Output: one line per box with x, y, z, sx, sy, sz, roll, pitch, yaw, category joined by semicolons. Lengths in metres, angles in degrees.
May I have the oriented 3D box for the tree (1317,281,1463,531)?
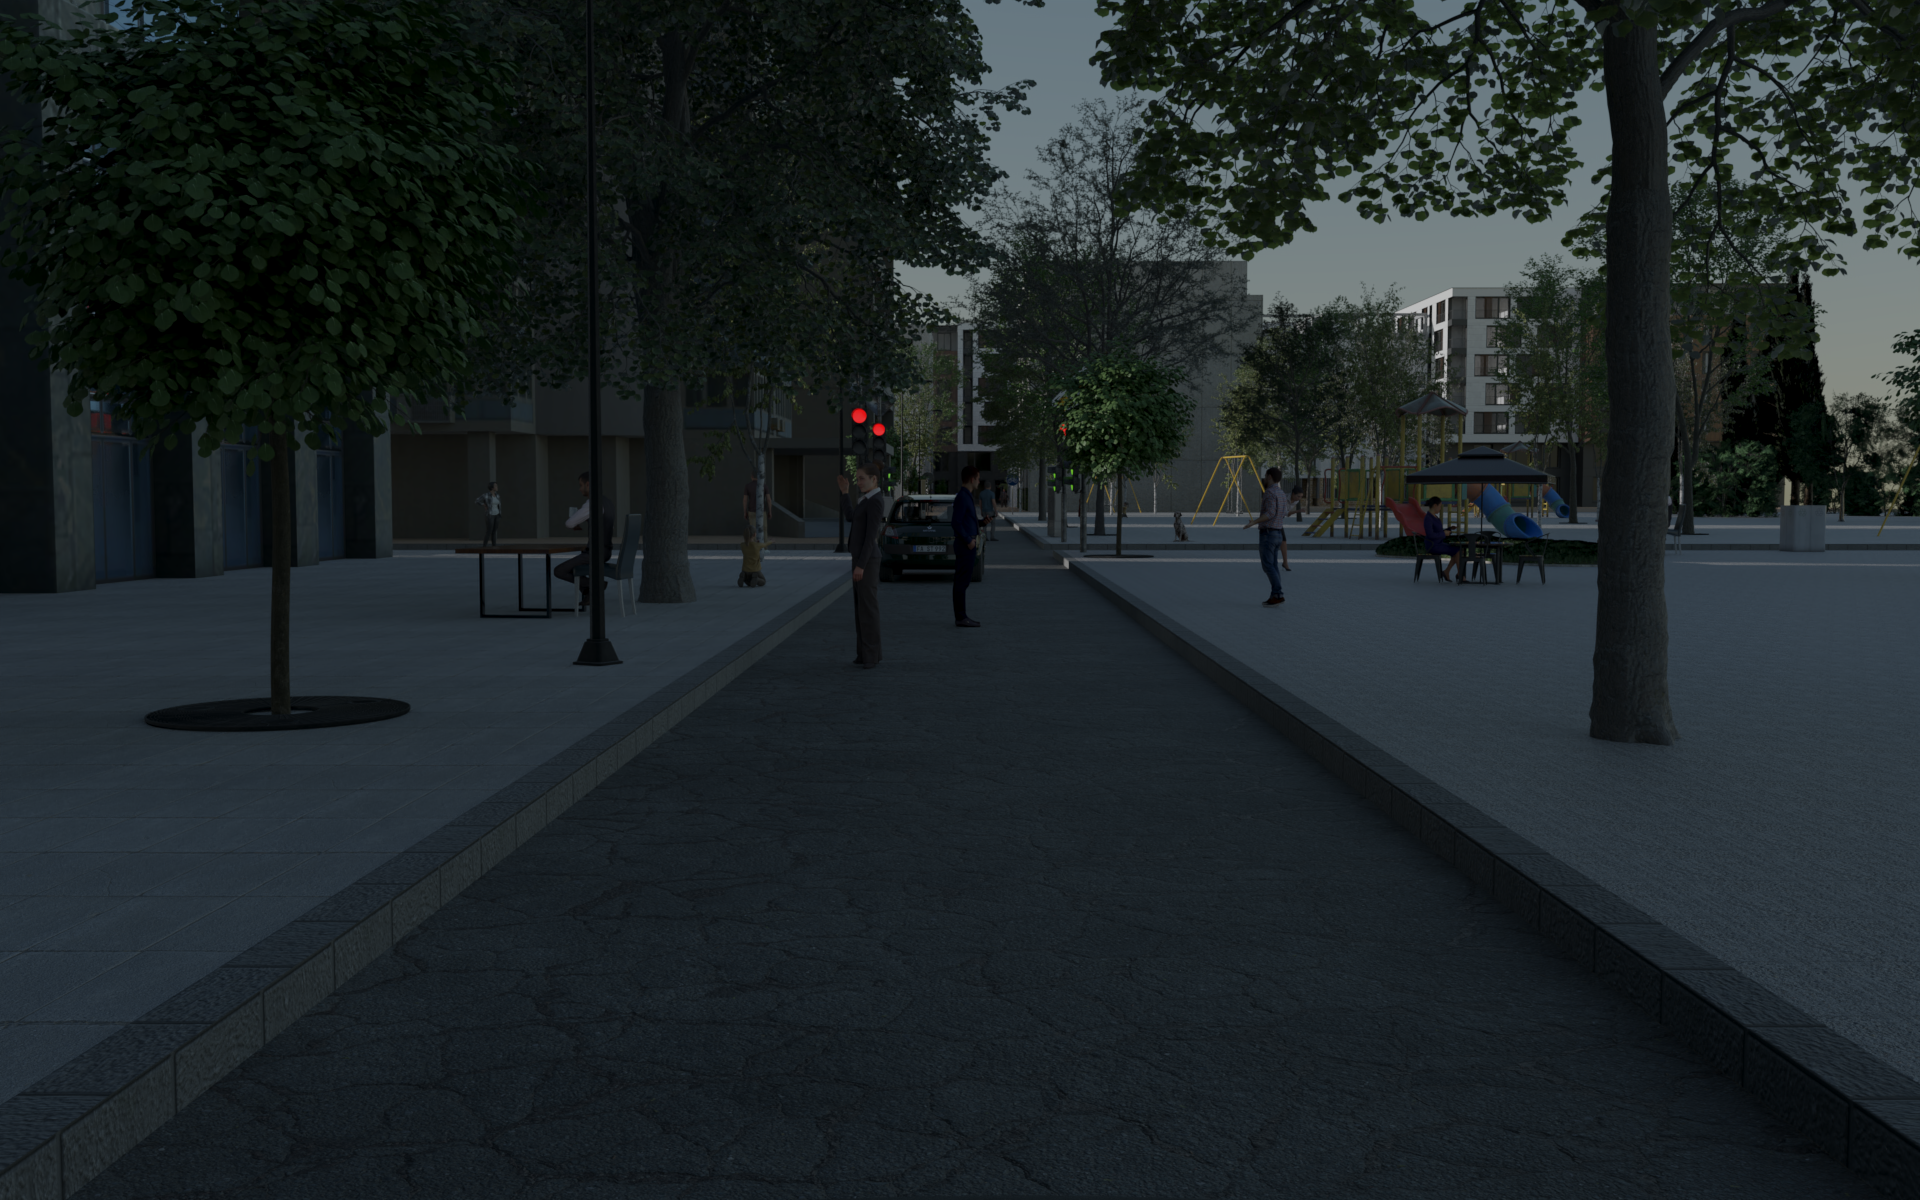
14.798;-6.691;59.757;4.737;8.622;4.395;0;3;0;tree

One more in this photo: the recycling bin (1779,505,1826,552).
18.844;-1.601;38.731;0.722;1.027;0.722;0;4;1;recycling bin

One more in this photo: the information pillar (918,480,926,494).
-1.963;-5.165;88.944;0.304;2.012;0.304;-3;4;-37;information pillar

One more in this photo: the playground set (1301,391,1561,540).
13.188;-3.831;49.410;5.302;4.214;5.637;0;4;-8;playground set

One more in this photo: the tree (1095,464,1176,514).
9.135;-8.946;96.625;4.737;8.622;4.395;0;3;0;tree

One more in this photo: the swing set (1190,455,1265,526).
11.362;-4.510;71.353;2.862;2.851;3.119;-1;4;-11;swing set

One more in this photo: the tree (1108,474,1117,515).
9.505;-9.504;105.751;4.360;8.622;3.978;0;3;0;tree

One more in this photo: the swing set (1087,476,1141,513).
10.528;-7.412;118.803;2.862;2.851;3.119;3;5;45;swing set

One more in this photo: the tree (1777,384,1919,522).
48.393;-7.356;83.173;20.602;7.101;11.467;-3;5;-43;tree

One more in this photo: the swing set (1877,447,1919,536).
29.408;-3.288;51.380;2.862;2.851;3.119;0;4;-7;swing set

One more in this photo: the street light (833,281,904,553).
-2.052;-3.990;37.777;1.470;5.913;1.316;0;4;0;street light

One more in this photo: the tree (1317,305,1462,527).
16.128;-7.109;66.601;4.360;8.622;3.978;0;3;0;tree

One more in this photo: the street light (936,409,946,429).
-1.677;-7.495;95.078;1.470;5.913;1.316;0;4;0;street light

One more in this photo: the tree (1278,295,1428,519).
20.008;-10.000;89.257;9.928;11.665;9.643;0;3;0;tree

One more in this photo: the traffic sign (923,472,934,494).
-1.877;-6.146;100.589;0.768;2.556;0.104;0;4;5;traffic sign

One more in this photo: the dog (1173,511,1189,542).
6.072;-1.978;46.724;0.800;0.831;0.513;-1;4;-13;dog

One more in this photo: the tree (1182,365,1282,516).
16.206;-9.139;99.790;4.737;8.622;4.395;0;3;0;tree

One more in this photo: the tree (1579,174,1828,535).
22.972;-7.862;54.307;9.928;11.665;9.643;0;3;0;tree

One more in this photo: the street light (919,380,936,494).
-1.813;-5.991;70.490;1.470;5.913;1.316;0;4;0;street light

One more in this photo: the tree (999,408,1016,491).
4.281;-10.497;121.982;4.737;8.622;4.395;0;3;0;tree

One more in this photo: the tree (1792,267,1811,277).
47.203;-12.121;100.000;18.604;14.587;13.155;-2;4;-28;tree

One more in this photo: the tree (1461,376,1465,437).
18.178;-7.492;72.861;4.360;8.622;3.978;0;3;0;tree

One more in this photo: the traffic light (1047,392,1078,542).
2.746;-3.490;45.980;0.839;4.253;0.868;0;4;0;traffic light

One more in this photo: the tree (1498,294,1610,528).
21.970;-7.001;64.824;4.737;8.622;4.395;0;3;0;tree

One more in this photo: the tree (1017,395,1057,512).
6.393;-9.841;111.263;4.737;8.622;4.395;0;3;0;tree

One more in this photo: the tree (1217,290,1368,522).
15.370;-8.898;79.886;7.601;10.594;8.767;0;4;5;tree

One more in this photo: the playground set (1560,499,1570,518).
30.343;-6.596;94.623;5.302;4.214;5.637;0;4;7;playground set

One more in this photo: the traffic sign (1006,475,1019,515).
3.270;-6.581;107.703;0.768;2.556;0.104;0;4;6;traffic sign

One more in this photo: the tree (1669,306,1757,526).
27.643;-7.047;65.587;4.360;8.622;3.978;0;3;0;tree

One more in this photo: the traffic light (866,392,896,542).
-2.115;-3.491;45.996;0.839;4.253;0.868;0;4;0;traffic light

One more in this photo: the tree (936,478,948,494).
-1.897;-11.950;189.991;1.663;3.219;1.824;0;3;0;tree

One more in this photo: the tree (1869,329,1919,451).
15.227;-2.551;25.416;4.285;4.588;4.351;0;3;0;tree

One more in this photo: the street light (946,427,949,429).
-1.491;-9.013;119.895;1.470;5.913;1.316;0;4;0;street light

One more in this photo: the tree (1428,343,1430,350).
26.488;-9.122;74.906;9.928;11.665;9.643;0;3;0;tree

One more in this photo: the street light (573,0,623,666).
-2.190;-2.467;12.878;1.470;5.913;1.316;0;4;0;street light

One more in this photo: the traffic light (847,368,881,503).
-2.168;-3.002;38.011;0.839;4.253;0.868;0;4;0;traffic light

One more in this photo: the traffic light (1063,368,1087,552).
2.694;-3.002;37.995;0.839;4.253;0.868;0;4;0;traffic light

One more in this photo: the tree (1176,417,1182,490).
12.901;-9.930;112.712;4.737;8.622;4.395;0;3;0;tree

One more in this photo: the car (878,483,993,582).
-0.441;-1.214;29.642;2.009;1.686;4.222;0;4;1;car

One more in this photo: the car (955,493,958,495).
0.200;-8.017;140.672;1.945;1.707;3.694;0;4;-1;car

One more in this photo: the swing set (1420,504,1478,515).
29.978;-6.619;105.848;3.119;2.851;2.862;2;4;32;swing set
